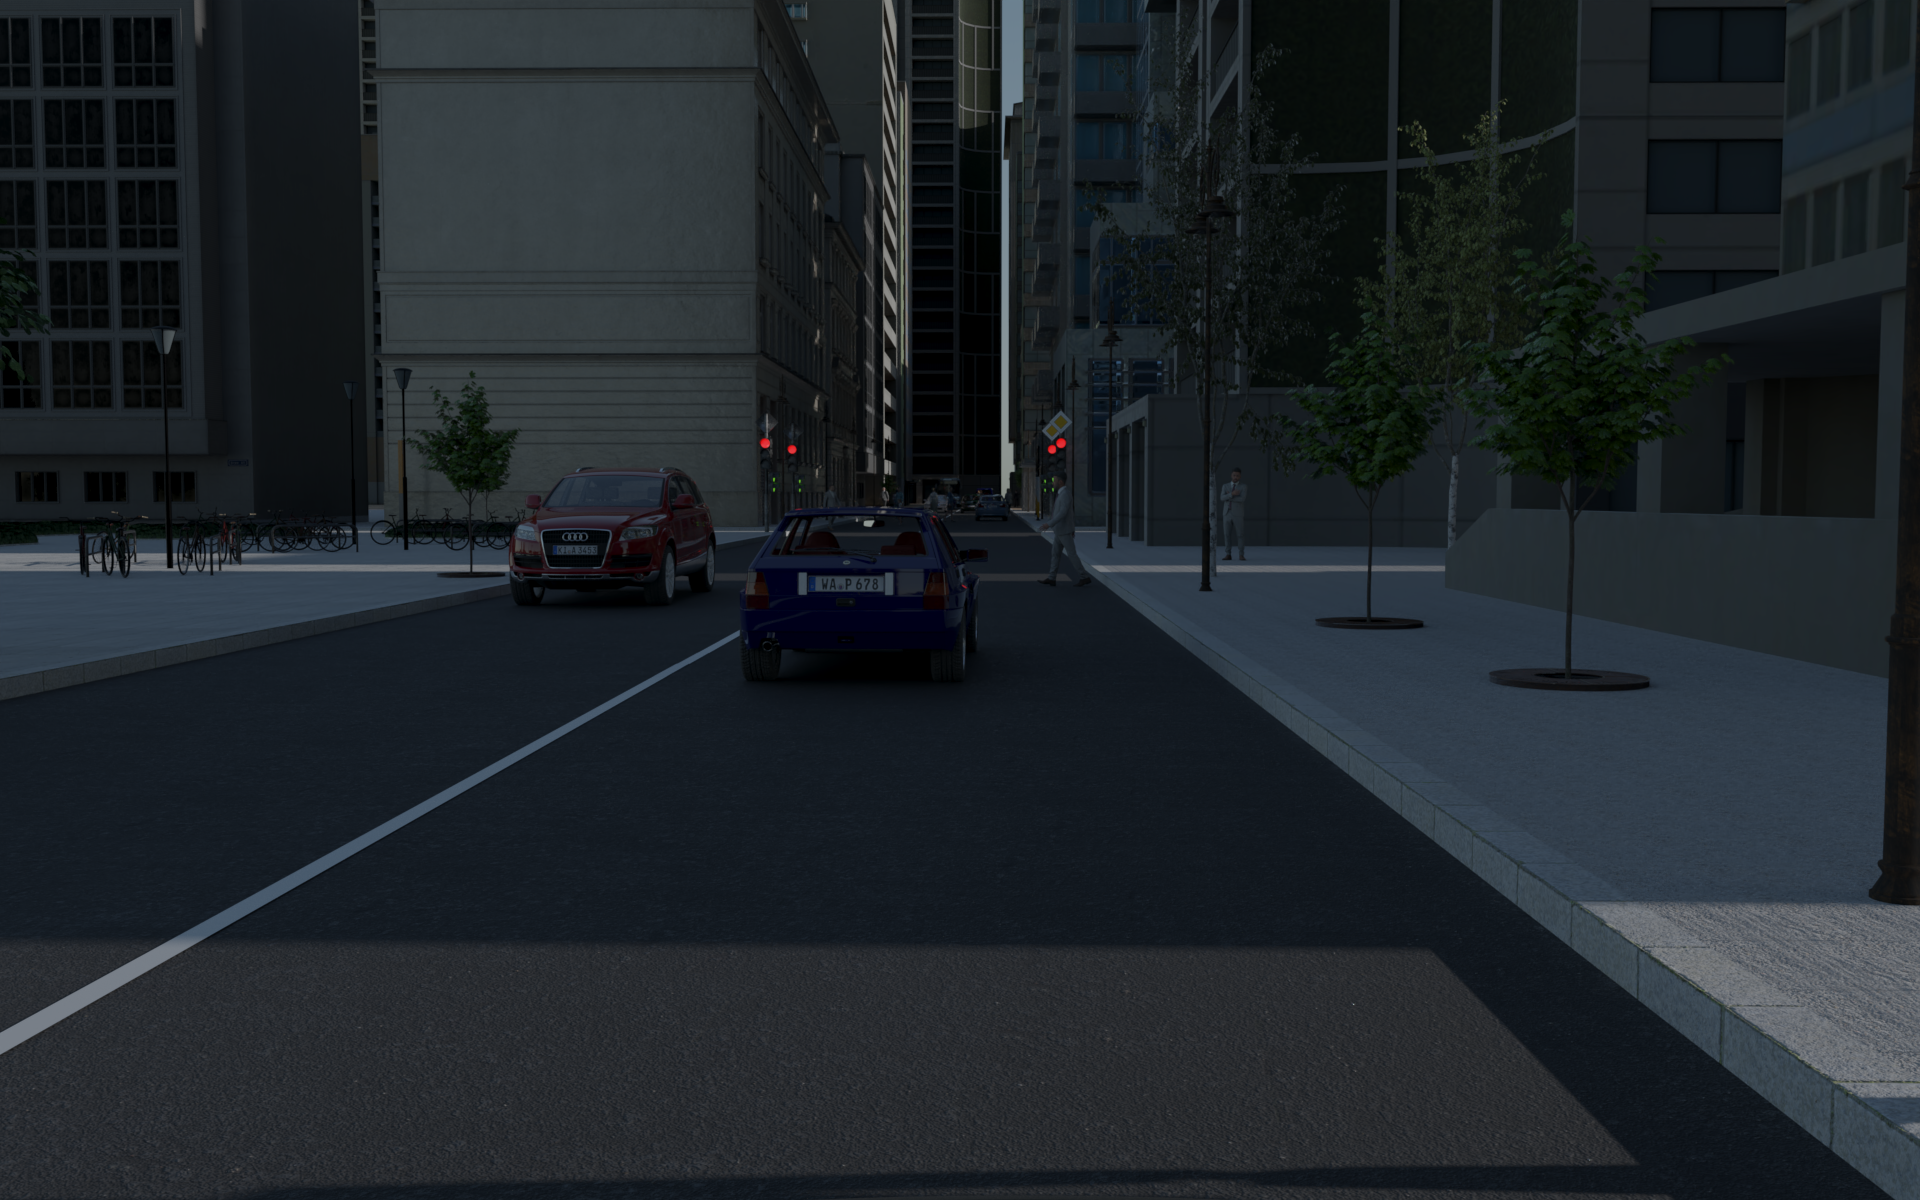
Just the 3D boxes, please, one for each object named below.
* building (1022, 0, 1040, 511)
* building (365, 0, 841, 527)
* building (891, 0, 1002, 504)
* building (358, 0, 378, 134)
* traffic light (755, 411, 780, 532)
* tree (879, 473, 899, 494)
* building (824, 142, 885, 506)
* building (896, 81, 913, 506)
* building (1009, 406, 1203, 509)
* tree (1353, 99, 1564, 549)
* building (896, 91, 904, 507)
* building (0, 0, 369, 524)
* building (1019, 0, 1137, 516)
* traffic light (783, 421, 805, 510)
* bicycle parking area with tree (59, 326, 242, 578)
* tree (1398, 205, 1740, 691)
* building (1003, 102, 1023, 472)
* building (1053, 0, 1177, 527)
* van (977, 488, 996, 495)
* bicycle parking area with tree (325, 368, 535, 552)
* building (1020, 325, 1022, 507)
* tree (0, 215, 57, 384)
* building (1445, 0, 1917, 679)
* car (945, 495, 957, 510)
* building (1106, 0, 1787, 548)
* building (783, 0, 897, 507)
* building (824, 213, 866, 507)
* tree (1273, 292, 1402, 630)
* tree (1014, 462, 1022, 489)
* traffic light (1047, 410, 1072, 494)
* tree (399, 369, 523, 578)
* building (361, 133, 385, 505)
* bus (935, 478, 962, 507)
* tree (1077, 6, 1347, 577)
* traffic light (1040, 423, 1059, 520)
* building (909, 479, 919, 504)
[{"bbox_3d":[11.798,-27.530,133.716,14.154,41.232,14.086,0,4,1],"label":"building"},{"bbox_3d":[-14.837,-15.124,80.568,16.112,22.955,30.059,0,4,1],"label":"building"},{"bbox_3d":[-4.620,-48.669,233.985,20.611,71.187,20.563,0,4,1],"label":"building"},{"bbox_3d":[-68.390,-48.734,235.045,20.611,71.187,20.563,0,4,1],"label":"building"},{"bbox_3d":[-6.498,-4.244,58.316,0.839,4.253,0.868,0,4,1],"label":"traffic light"},{"bbox_3d":[-5.750,-8.973,141.314,1.663,3.219,1.824,0,3,0],"label":"tree"},{"bbox_3d":[-13.343,-20.432,127.567,14.314,27.812,24.014,0,4,1],"label":"building"},{"bbox_3d":[-12.361,-32.707,184.871,14.600,45.320,14.200,0,4,1],"label":"building"},{"bbox_3d":[15.840,-46.039,190.983,20.563,71.187,20.611,0,4,1],"label":"building"},{"bbox_3d":[9.491,-5.069,33.240,4.737,8.622,4.395,0,3,0],"label":"tree"},{"bbox_3d":[-12.914,-29.804,170.886,14.154,41.232,14.086,0,4,1],"label":"building"},{"bbox_3d":[-39.270,-17.048,72.248,24.014,27.812,14.314,0,4,1],"label":"building"},{"bbox_3d":[15.603,-29.577,103.199,23.786,49.044,30.456,0,4,1],"label":"building"},{"bbox_3d":[-6.369,-4.733,66.300,0.839,4.253,0.868,0,4,1],"label":"traffic light"},{"bbox_3d":[-16.055,-2.552,28.734,8.231,4.147,9.016,0,4,-6],"label":"bicycle parking area with tree"},{"bbox_3d":[4.111,-1.052,11.799,1.663,3.219,1.824,0,3,0],"label":"tree"},{"bbox_3d":[19.771,-39.688,238.130,27.495,52.752,28.713,0,4,1],"label":"building"},{"bbox_3d":[19.815,-46.700,76.213,31.000,86.520,22.319,0,4,1],"label":"building"},{"bbox_3d":[2.777,-11.393,190.656,2.240,2.365,5.245,0,4,3],"label":"van"},{"bbox_3d":[-14.199,-3.345,41.695,9.016,4.147,8.231,-1,4,-18],"label":"bicycle parking area with tree"},{"bbox_3d":[19.948,-19.730,167.626,27.650,21.520,28.899,0,4,1],"label":"building"},{"bbox_3d":[-8.613,-1.784,12.883,4.285,4.588,4.351,0,3,0],"label":"tree"},{"bbox_3d":[22.631,-19.781,15.301,32.217,40.220,23.993,0,4,1],"label":"building"},{"bbox_3d":[-1.222,-9.020,160.050,1.945,1.354,3.894,0,4,3],"label":"car"},{"bbox_3d":[14.867,-37.093,44.729,20.563,71.187,20.611,0,4,1],"label":"building"},{"bbox_3d":[-16.772,-32.349,152.608,21.300,48.544,21.600,0,4,1],"label":"building"},{"bbox_3d":[-11.632,-14.734,105.535,10.561,19.102,19.286,0,4,1],"label":"building"},{"bbox_3d":[3.858,-1.360,16.833,1.663,3.219,1.824,0,3,0],"label":"tree"},{"bbox_3d":[6.009,-9.878,145.212,4.285,4.588,4.351,0,3,0],"label":"tree"},{"bbox_3d":[3.363,-4.236,58.174,0.839,4.253,0.868,0,4,1],"label":"traffic light"},{"bbox_3d":[-7.493,-1.970,26.812,1.663,3.219,1.824,0,3,0],"label":"tree"},{"bbox_3d":[-71.636,-34.313,211.136,14.200,45.320,14.600,0,4,1],"label":"building"},{"bbox_3d":[-1.200,-12.228,194.791,2.948,3.499,13.247,0,4,0],"label":"bus"},{"bbox_3d":[3.877,-4.654,26.456,4.360,8.622,3.978,0,3,0],"label":"tree"},{"bbox_3d":[3.491,-4.724,66.158,0.839,4.253,0.868,0,4,1],"label":"traffic light"},{"bbox_3d":[-19.712,-33.682,205.322,28.867,44.769,22.147,0,4,1],"label":"building"}]
